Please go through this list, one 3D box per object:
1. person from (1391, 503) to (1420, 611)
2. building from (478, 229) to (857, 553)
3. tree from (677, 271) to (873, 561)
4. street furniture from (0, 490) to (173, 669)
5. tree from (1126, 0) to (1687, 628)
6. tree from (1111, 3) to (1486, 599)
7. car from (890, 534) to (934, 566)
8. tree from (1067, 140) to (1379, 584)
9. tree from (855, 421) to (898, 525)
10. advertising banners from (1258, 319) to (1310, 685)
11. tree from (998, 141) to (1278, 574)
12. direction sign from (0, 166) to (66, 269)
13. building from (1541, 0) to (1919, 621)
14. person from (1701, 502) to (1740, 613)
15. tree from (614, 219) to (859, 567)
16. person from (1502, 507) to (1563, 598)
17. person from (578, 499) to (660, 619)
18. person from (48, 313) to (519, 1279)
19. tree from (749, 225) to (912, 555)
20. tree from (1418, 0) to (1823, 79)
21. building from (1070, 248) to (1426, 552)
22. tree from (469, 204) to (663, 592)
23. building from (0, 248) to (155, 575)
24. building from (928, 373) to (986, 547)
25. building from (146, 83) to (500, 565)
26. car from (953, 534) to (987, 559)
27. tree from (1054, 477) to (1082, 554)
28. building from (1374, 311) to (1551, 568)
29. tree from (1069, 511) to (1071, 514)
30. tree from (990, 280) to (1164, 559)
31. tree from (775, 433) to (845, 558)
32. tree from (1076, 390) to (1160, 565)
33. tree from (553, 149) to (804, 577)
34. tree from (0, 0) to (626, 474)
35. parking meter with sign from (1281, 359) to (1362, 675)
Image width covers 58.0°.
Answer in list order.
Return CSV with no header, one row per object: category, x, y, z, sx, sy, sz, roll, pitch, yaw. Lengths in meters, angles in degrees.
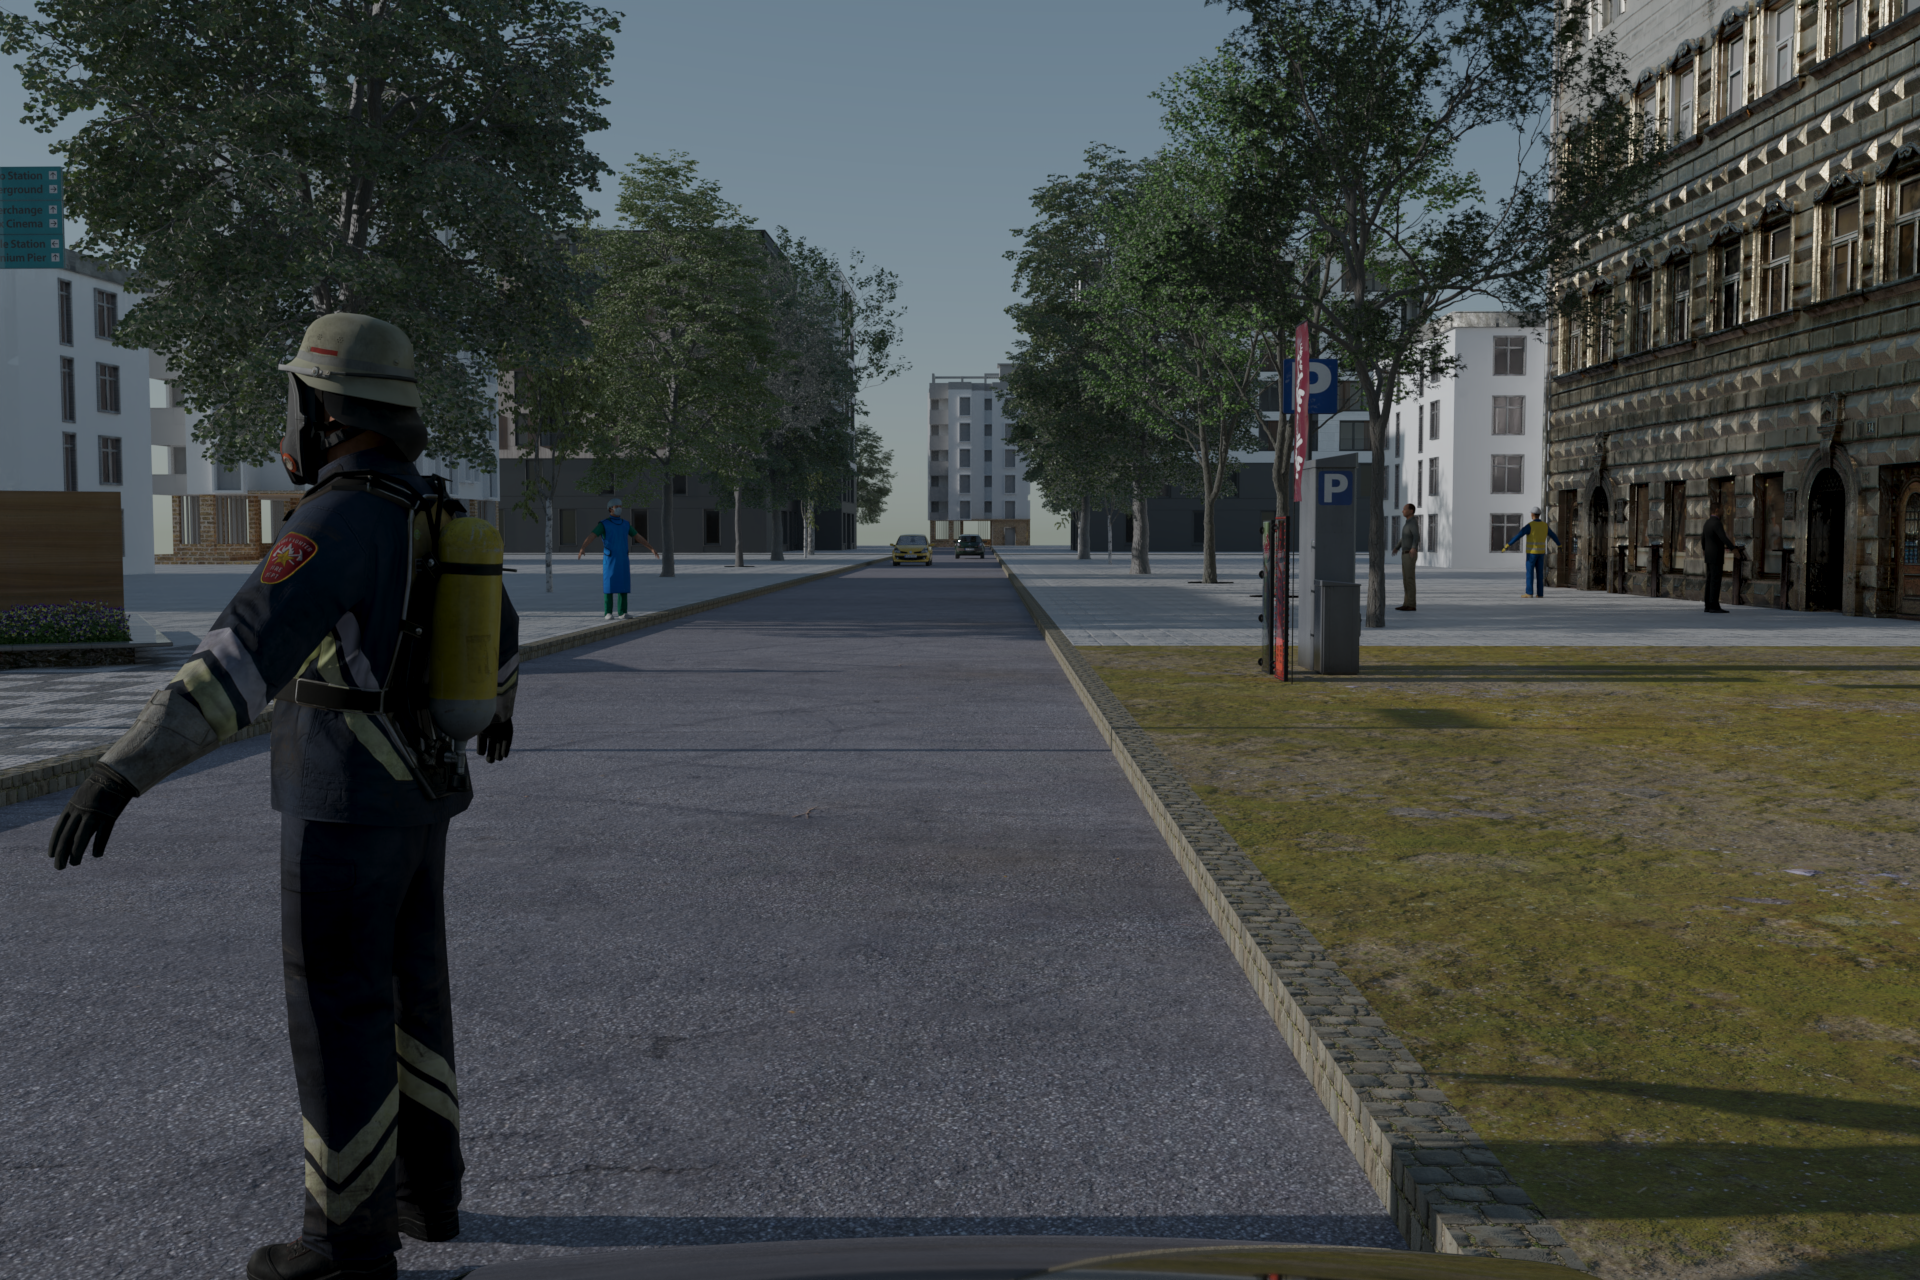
person,7.484,-1.388,28.959,0.705,1.796,1.348,0,4,1
building,-23.198,-17.676,132.982,27.936,21.610,32.646,0,4,1
tree,-8.886,-10.778,82.883,9.857,13.997,8.962,0,3,0
street furniture,-12.934,-0.647,17.440,9.812,1.723,11.010,-2,4,-28
tree,6.002,-5.463,23.740,7.601,10.594,8.767,-3,5,-40
tree,6.522,-6.652,34.521,9.928,11.665,9.643,0,3,0
car,-2.149,-4.184,78.629,2.015,1.641,3.980,0,4,1
tree,6.613,-7.274,44.685,9.928,11.665,9.643,0,3,0
tree,-11.946,-17.491,192.636,9.857,13.997,8.962,0,3,0
advertising banners,2.831,-1.162,15.185,0.090,3.025,2.074,0,4,1
tree,5.730,-9.097,55.390,9.857,13.997,8.962,0,3,0
direction sign,-7.050,-1.415,11.895,2.525,3.948,1.411,0,4,2
building,23.219,-12.313,32.239,19.493,23.208,18.063,0,4,1
person,12.308,-1.342,28.170,0.704,1.802,1.346,0,4,2
tree,-8.670,-9.582,67.043,12.009,13.543,11.850,0,3,0
person,11.541,-1.763,34.800,1.349,1.833,0.705,-1,4,-13
person,-5.176,-1.223,26.129,1.347,1.817,0.704,-3,5,-39
person,-1.189,0.296,3.404,0.705,1.856,1.354,1,4,15
tree,-8.931,-15.257,105.335,12.611,20.169,13.585,0,3,0
tree,4.559,-4.457,7.278,7.601,10.594,8.767,1,4,12
building,22.806,-18.132,140.435,27.936,21.610,32.646,0,4,1
tree,-8.945,-5.372,38.195,4.737,8.622,4.395,0,3,0
building,-27.258,-6.122,42.243,9.099,9.664,28.070,0,4,2
building,-3.298,-20.623,196.062,11.380,20.090,16.016,0,4,-1
building,-28.392,-13.315,74.113,16.016,20.090,11.380,0,4,1
car,0.585,-5.609,101.501,2.009,1.686,4.222,0,4,1
tree,7.109,-9.469,105.184,4.737,8.622,4.395,0,3,0
building,23.077,-7.541,65.441,9.099,9.664,28.070,0,4,1
tree,14.292,-14.802,192.371,4.360,8.622,3.978,0,3,0
tree,6.354,-11.091,87.994,9.857,13.997,8.962,0,3,0
tree,-7.988,-8.661,91.974,4.737,8.622,4.395,0,3,0
tree,6.321,-7.489,72.800,4.360,8.622,3.978,0,3,0
tree,-8.397,-8.175,51.794,7.486,12.596,7.792,0,3,0
tree,-9.628,-7.342,26.691,9.857,13.997,8.962,0,3,0
parking meter with sign,3.477,-1.237,16.487,0.543,3.016,1.738,0,3,0
